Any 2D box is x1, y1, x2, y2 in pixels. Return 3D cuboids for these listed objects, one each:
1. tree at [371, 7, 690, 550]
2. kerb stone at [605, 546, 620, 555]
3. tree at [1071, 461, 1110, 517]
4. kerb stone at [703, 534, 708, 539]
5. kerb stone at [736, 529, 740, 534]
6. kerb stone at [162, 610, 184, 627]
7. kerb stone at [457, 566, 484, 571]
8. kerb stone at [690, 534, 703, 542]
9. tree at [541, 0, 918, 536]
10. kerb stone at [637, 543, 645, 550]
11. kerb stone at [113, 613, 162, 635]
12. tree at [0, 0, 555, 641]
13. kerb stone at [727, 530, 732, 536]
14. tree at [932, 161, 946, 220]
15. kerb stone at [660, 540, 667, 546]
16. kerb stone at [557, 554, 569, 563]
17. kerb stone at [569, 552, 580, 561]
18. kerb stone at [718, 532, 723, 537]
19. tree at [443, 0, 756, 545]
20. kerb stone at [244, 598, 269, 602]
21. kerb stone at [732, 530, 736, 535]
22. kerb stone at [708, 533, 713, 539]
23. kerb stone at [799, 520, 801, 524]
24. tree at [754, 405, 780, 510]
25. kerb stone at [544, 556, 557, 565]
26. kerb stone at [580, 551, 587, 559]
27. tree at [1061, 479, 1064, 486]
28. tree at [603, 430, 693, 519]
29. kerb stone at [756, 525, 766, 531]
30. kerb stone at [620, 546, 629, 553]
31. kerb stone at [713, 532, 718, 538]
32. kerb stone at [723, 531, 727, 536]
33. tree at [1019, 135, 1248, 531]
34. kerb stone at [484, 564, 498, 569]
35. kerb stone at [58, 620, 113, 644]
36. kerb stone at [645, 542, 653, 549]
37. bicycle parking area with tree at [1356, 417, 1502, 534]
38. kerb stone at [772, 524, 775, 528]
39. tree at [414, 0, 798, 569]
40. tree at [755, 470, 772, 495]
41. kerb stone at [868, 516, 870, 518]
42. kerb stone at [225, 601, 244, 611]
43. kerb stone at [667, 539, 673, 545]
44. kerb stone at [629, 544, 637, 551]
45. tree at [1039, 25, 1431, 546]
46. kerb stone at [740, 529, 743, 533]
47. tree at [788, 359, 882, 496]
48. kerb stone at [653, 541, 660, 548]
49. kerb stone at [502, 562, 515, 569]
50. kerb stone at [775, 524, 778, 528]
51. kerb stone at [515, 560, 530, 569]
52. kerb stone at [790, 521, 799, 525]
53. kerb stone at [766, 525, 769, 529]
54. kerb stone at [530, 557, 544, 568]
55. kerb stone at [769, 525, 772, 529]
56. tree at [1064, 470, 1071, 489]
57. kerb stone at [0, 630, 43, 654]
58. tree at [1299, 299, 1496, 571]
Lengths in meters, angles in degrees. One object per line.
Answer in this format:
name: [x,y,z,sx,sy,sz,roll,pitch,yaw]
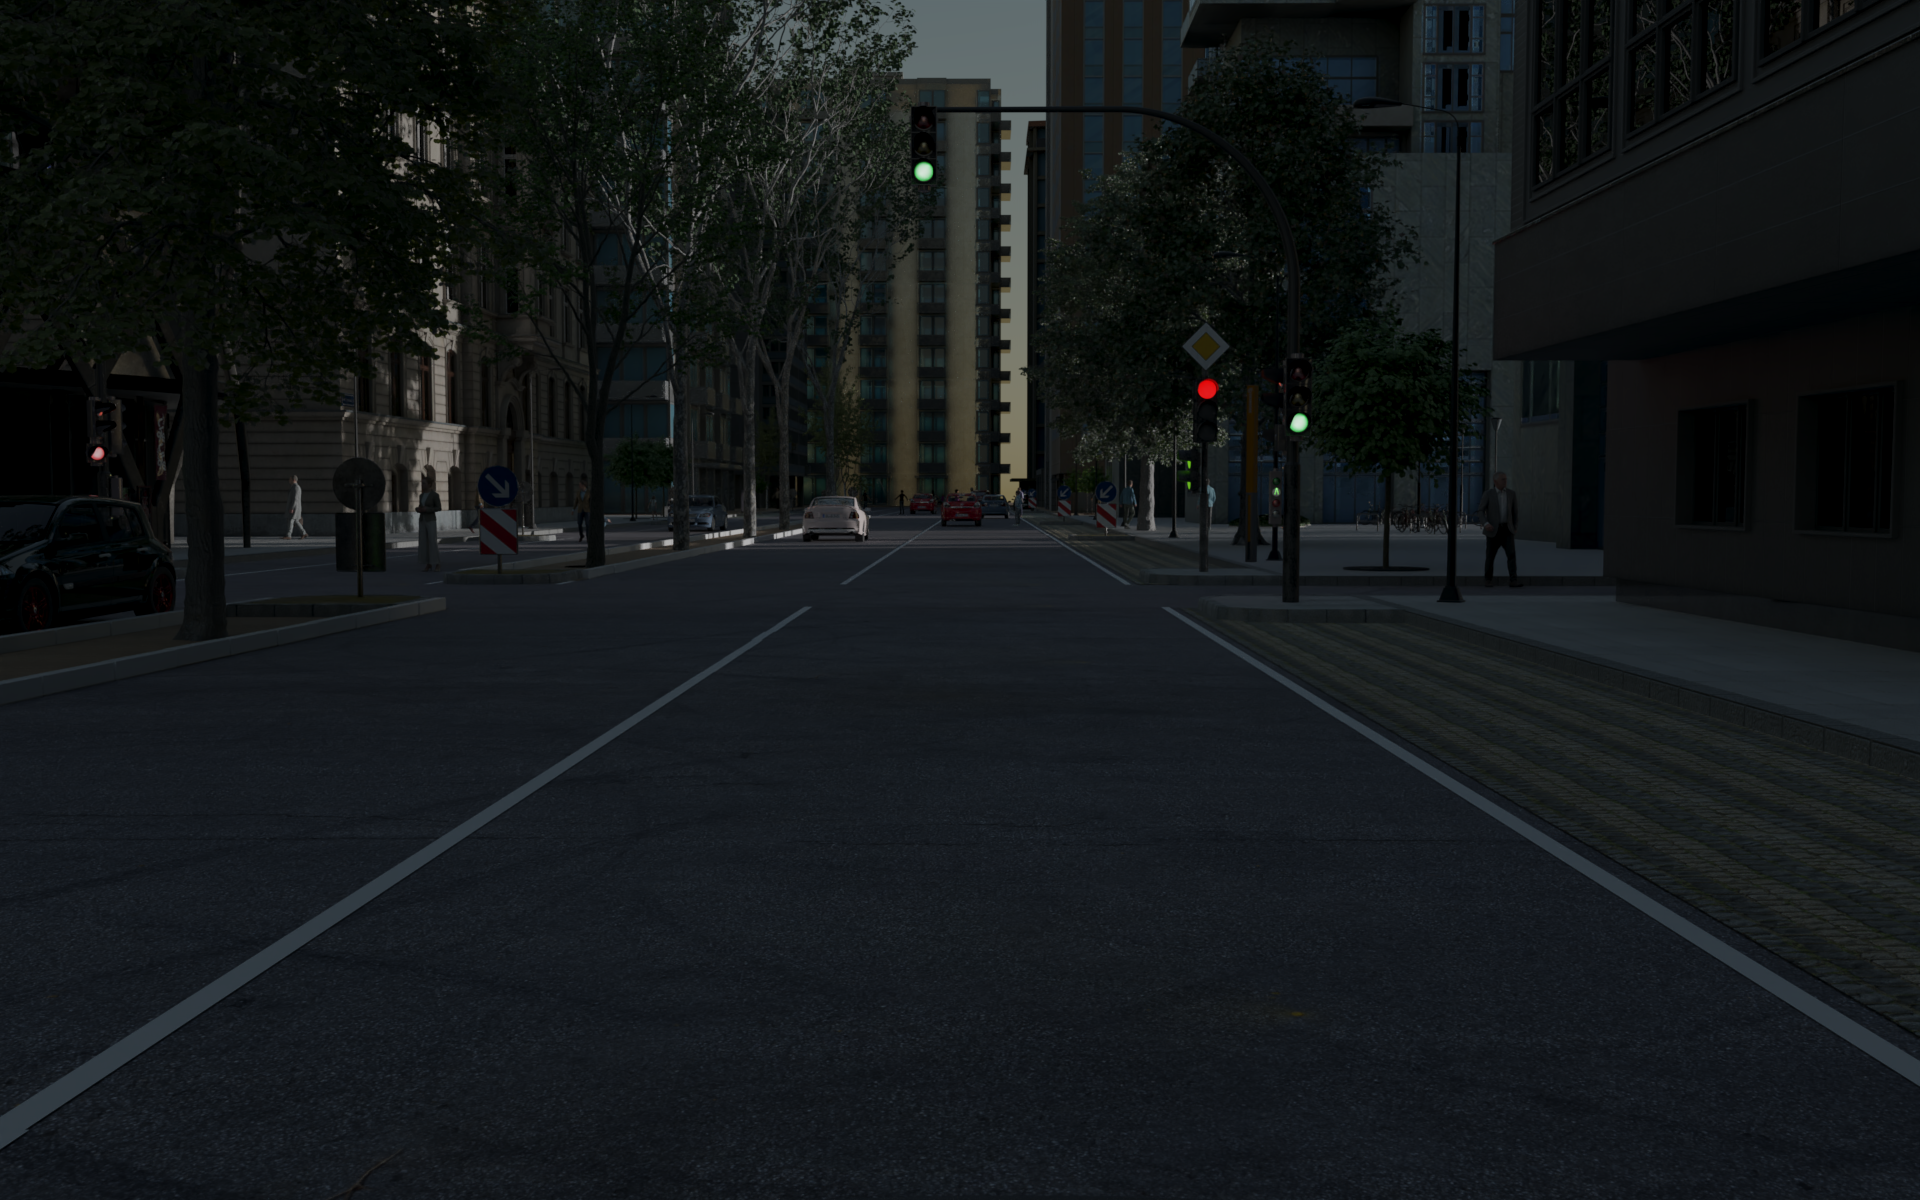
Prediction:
tree: [-8.273,-11.366,44.180,12.611,20.169,13.585,0,3,0]
kerb stone: [-8.276,-1.153,41.047,0.120,0.150,1.000,0,4,1]
tree: [8.262,-6.926,107.837,1.663,3.219,1.824,0,3,0]
kerb stone: [-8.114,-1.967,54.359,0.120,0.150,1.000,0,4,1]
kerb stone: [-8.027,-2.406,61.532,0.120,0.150,1.000,0,4,1]
kerb stone: [-8.569,0.200,18.925,0.120,0.150,1.000,0,4,1]
kerb stone: [-8.428,-0.463,29.760,0.120,0.150,1.000,0,4,1]
kerb stone: [-8.133,-1.900,53.337,0.120,0.150,1.000,0,4,1]
tree: [-8.228,-12.918,69.555,12.611,20.169,13.585,0,3,0]
kerb stone: [-8.246,-1.340,44.116,0.120,0.150,1.000,0,4,1]
kerb stone: [-8.575,0.263,17.904,0.120,0.150,1.000,0,4,1]
tree: [-7.511,-5.900,17.045,7.486,12.596,7.792,0,3,0]
kerb stone: [-8.042,-2.281,59.485,0.120,0.150,1.000,0,4,1]
tree: [-7.337,-13.693,82.232,12.611,20.169,13.585,0,3,0]
kerb stone: [-8.205,-1.529,47.199,0.120,0.150,1.000,0,4,1]
kerb stone: [-8.354,-0.840,35.930,0.120,0.150,1.000,0,4,1]
kerb stone: [-8.336,-0.899,36.954,0.120,0.150,1.000,0,4,1]
kerb stone: [-8.074,-2.153,57.425,0.120,0.150,1.000,0,4,1]
tree: [-8.077,-12.142,56.866,12.611,20.169,13.585,0,3,0]
kerb stone: [-8.537,0.076,20.972,0.120,0.150,1.000,0,4,1]
kerb stone: [-8.031,-2.343,60.507,0.120,0.150,1.000,0,4,1]
kerb stone: [-8.111,-2.030,55.381,0.120,0.150,1.000,0,4,1]
kerb stone: [-7.764,-3.660,82.041,0.120,0.150,1.000,0,4,1]
tree: [-15.920,-11.780,142.962,4.737,8.622,4.395,0,3,0]
kerb stone: [-8.365,-0.777,34.897,0.120,0.150,1.000,0,4,1]
kerb stone: [-8.324,-0.965,37.976,0.120,0.150,1.000,0,4,1]
tree: [7.569,-7.416,115.854,1.663,3.219,1.824,0,3,0]
tree: [-16.575,-6.429,88.832,4.285,4.588,4.351,0,3,0]
kerb stone: [-7.937,-2.843,68.707,0.120,0.150,1.000,0,4,1]
kerb stone: [-8.273,-1.216,42.069,0.120,0.150,1.000,0,4,1]
kerb stone: [-8.086,-2.092,56.403,0.120,0.150,1.000,0,4,1]
kerb stone: [-8.068,-2.218,58.459,0.120,0.150,1.000,0,4,1]
tree: [6.488,-9.421,60.695,9.857,13.997,8.962,0,3,0]
kerb stone: [-8.408,-0.525,30.787,0.120,0.150,1.000,0,4,1]
kerb stone: [-8.595,0.325,16.882,0.120,0.150,1.000,0,4,1]
kerb stone: [-8.234,-1.404,45.143,0.120,0.150,1.000,0,4,1]
bicycle parking area with tree: [17.971,-4.373,58.496,8.231,4.147,9.016,0,4,3]
kerb stone: [-7.896,-3.033,71.789,0.120,0.150,1.000,0,4,1]
tree: [-6.945,-6.414,33.075,9.928,11.665,9.643,0,3,0]
tree: [-15.960,-8.704,136.918,1.663,3.219,1.824,0,3,0]
kerb stone: [-5.398,-4.918,102.598,0.120,0.150,1.000,0,4,1]
kerb stone: [-8.554,0.138,19.948,0.120,0.150,1.000,0,4,1]
kerb stone: [-8.193,-1.592,48.226,0.120,0.150,1.000,0,4,1]
kerb stone: [-8.258,-1.270,43.092,0.120,0.150,1.000,0,4,1]
tree: [7.191,-7.714,43.133,9.611,12.733,9.660,0,3,0]
kerb stone: [-8.019,-2.468,62.554,0.120,0.150,1.000,0,4,1]
tree: [-6.553,-8.472,91.333,4.737,8.622,4.395,0,3,0]
kerb stone: [-8.220,-1.462,46.177,0.120,0.150,1.000,0,4,1]
kerb stone: [-8.406,-0.588,31.809,0.120,0.150,1.000,0,4,1]
kerb stone: [-7.882,-3.096,72.819,0.120,0.150,1.000,0,4,1]
kerb stone: [-8.385,-0.650,32.835,0.120,0.150,1.000,0,4,1]
kerb stone: [-7.779,-3.598,81.018,0.120,0.150,1.000,0,4,1]
kerb stone: [-7.917,-2.908,69.739,0.120,0.150,1.000,0,4,1]
kerb stone: [-8.374,-0.713,33.861,0.120,0.150,1.000,0,4,1]
kerb stone: [-7.905,-2.971,70.766,0.120,0.150,1.000,0,4,1]
tree: [8.233,-7.281,113.652,1.663,3.219,1.824,0,3,0]
kerb stone: [-8.609,0.388,15.859,0.120,0.150,1.000,0,4,1]
tree: [7.255,-2.781,29.179,4.285,4.588,4.351,0,3,0]
